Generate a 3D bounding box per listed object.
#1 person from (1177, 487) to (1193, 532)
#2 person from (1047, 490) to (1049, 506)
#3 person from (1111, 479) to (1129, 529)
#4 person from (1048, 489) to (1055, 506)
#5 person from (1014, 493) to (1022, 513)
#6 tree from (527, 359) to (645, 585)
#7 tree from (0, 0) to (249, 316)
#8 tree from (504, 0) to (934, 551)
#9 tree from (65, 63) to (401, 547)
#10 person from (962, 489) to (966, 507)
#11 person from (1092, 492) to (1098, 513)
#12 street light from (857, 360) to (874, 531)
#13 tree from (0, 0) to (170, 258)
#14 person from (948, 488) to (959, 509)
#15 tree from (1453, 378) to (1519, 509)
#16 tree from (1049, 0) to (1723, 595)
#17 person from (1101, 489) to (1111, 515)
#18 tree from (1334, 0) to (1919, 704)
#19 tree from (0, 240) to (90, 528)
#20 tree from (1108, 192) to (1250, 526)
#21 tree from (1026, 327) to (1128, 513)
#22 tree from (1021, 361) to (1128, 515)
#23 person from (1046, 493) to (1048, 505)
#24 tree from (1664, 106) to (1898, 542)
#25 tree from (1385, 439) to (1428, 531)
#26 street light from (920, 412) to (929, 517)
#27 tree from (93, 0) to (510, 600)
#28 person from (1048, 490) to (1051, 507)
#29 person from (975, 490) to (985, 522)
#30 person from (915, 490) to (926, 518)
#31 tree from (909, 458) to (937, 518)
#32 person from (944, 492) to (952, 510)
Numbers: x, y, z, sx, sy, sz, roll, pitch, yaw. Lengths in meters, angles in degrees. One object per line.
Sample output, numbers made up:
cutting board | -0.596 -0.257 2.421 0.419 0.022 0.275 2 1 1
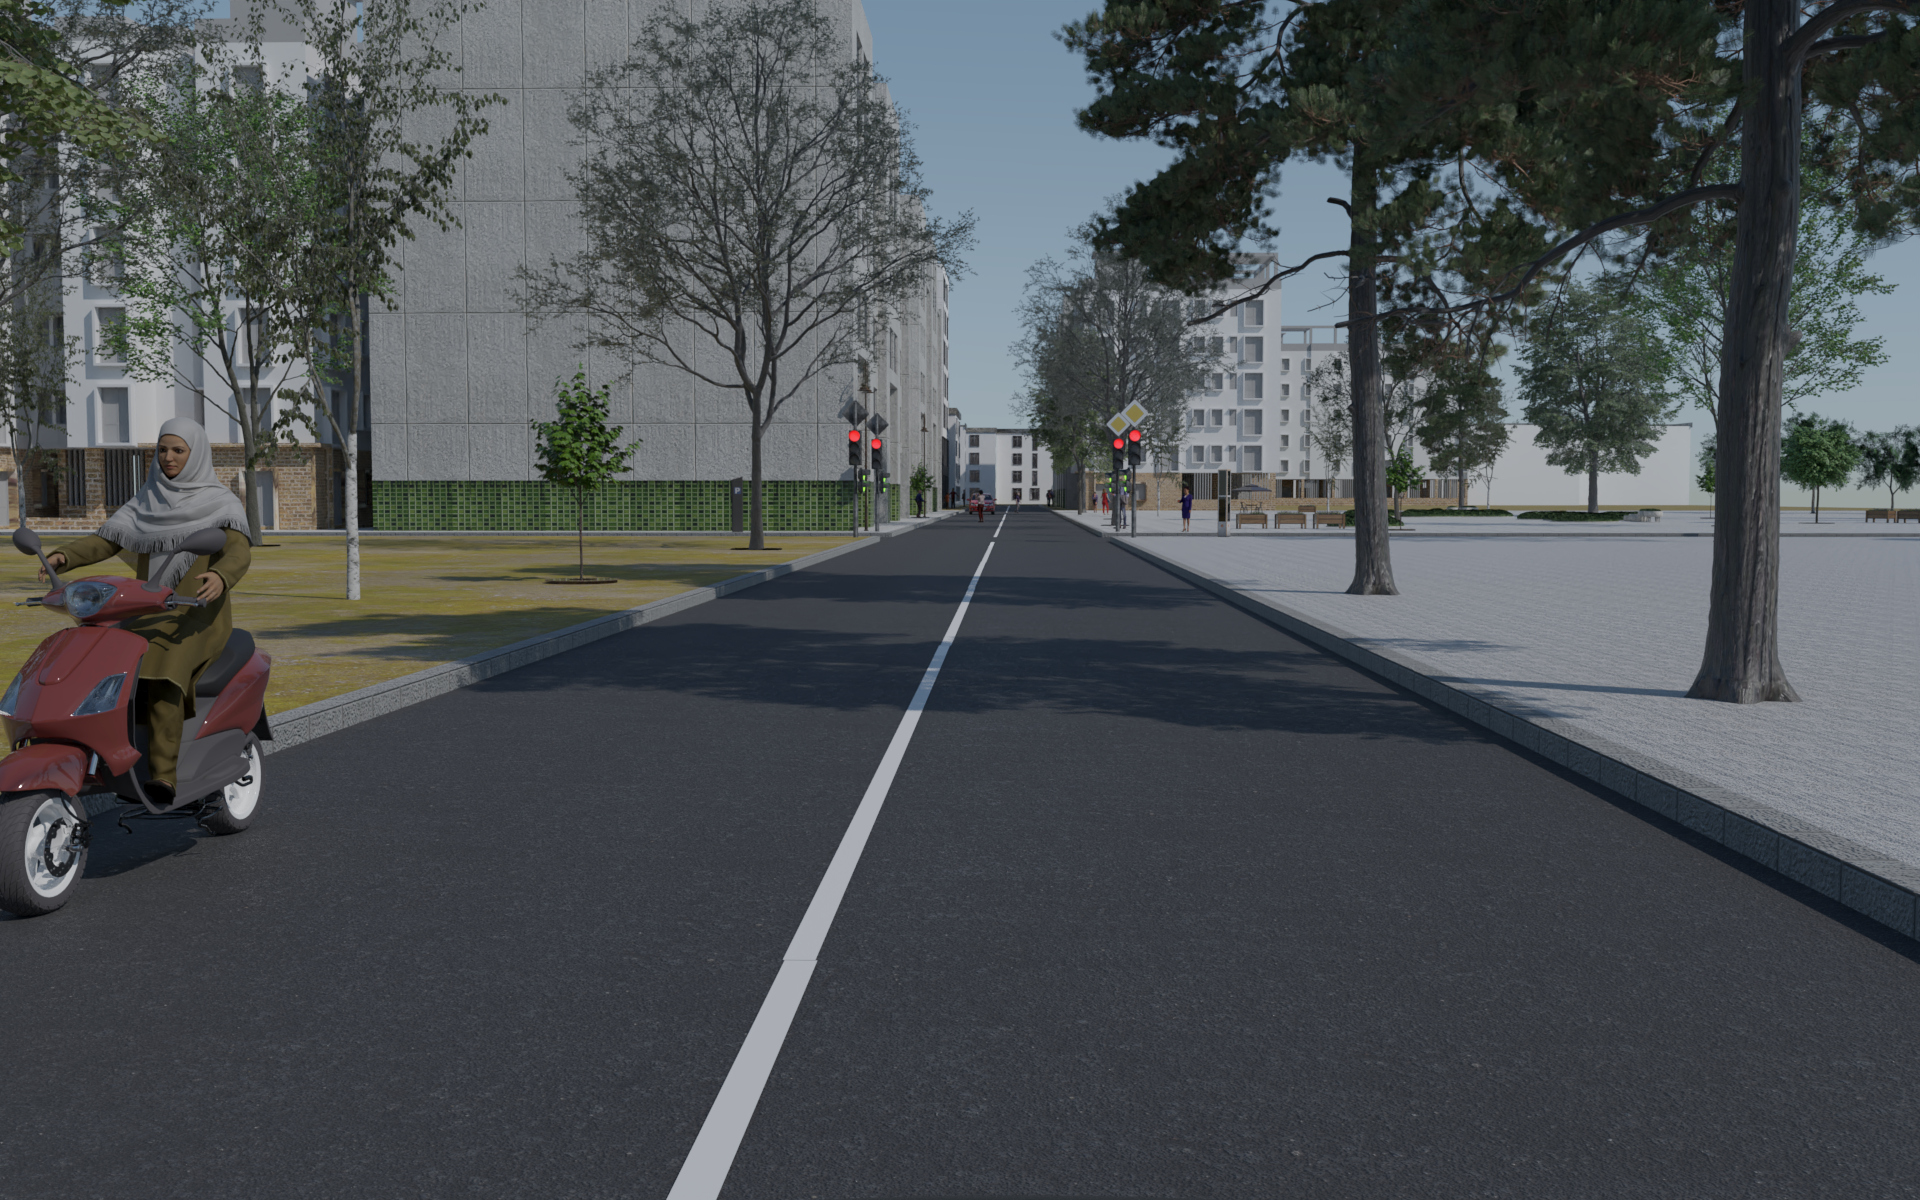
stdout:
person | 7.639 -3.079 58.759 0.453 1.535 0.546 1 4 17
person | 9.449 -10.766 182.882 0.721 1.723 1.217 0 4 -1
person | 5.840 -3.534 63.688 0.599 1.838 0.709 -3 4 -38
person | 9.386 -10.541 178.253 0.709 1.838 0.599 0 4 3
person | 4.281 -7.234 128.981 0.569 1.553 0.471 -3 4 -38
tree | -5.359 -1.860 25.018 1.663 3.219 1.824 0 3 0
tree | -15.496 -7.022 25.181 12.009 13.543 11.850 0 3 0
tree | -4.618 -7.894 39.431 12.009 13.543 11.850 0 3 0
tree | -17.334 -7.113 42.047 9.928 11.665 9.643 0 3 0
person | 0.370 -10.322 175.355 0.434 1.755 0.990 0 4 4
person | 9.216 -6.654 118.072 0.421 1.427 0.697 0 4 8
street light | -3.252 -5.327 59.877 0.468 5.910 1.993 0 4 2
tree | -9.946 -5.799 12.941 7.486 12.596 7.792 0 3 0
person | -0.623 -8.938 152.149 1.348 1.831 0.705 2 4 29
tree | 33.714 -9.797 110.539 4.360 8.622 3.978 0 3 0
tree | 5.130 -7.012 22.062 7.806 13.903 7.818 0 3 0
person | 8.964 -6.048 106.640 0.444 1.614 0.593 -2 4 -31
tree | 4.988 -5.415 10.584 6.751 12.117 7.091 0 3 0
tree | -25.296 -5.870 46.345 4.360 8.622 3.978 0 3 0
tree | 6.354 -9.721 69.307 12.009 13.543 11.850 0 3 0
tree | 8.024 -12.239 118.227 7.486 12.596 7.792 0 3 0
tree | 7.587 -10.538 106.703 8.767 10.594 7.601 2 4 32
person | 10.729 -12.441 209.987 0.617 1.759 0.750 0 4 5
tree | 20.566 -7.315 45.351 9.928 11.665 9.643 0 3 0
tree | 15.635 -4.051 60.835 1.663 3.219 1.824 0 3 0
street light | -2.000 -7.641 97.725 0.468 5.910 1.993 0 4 2
tree | -7.628 -4.310 20.837 4.360 8.622 3.978 0 3 0
person | 9.169 -10.321 175.507 0.721 1.743 1.217 0 4 3
person | 1.002 -4.749 87.608 0.517 1.644 0.566 1 4 9
person | -2.085 -5.125 92.533 0.600 1.496 0.574 -1 4 -9
tree | -2.033 -6.082 94.049 1.663 3.219 1.824 0 3 0
person | -1.018 -8.135 142.304 0.557 1.426 1.065 -3 5 -39
